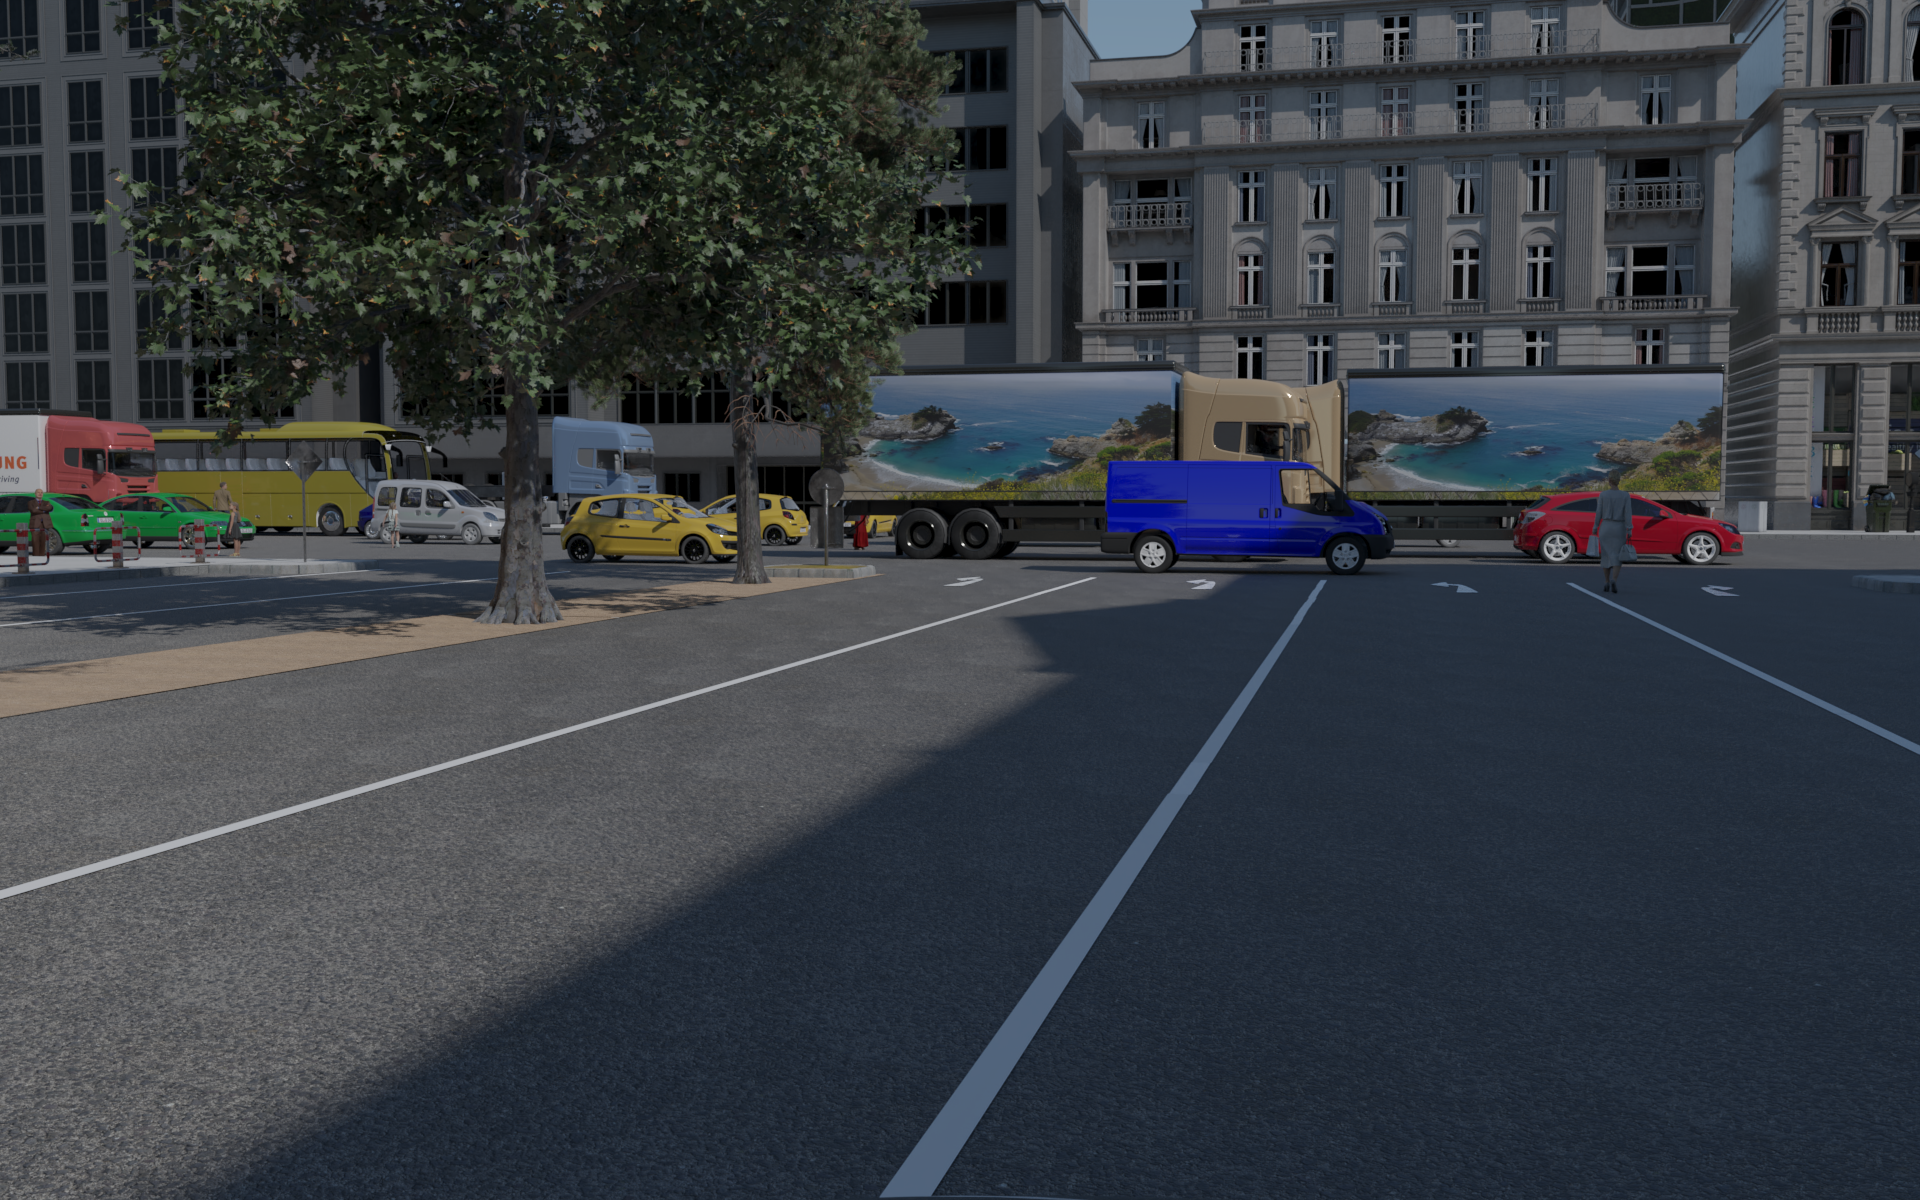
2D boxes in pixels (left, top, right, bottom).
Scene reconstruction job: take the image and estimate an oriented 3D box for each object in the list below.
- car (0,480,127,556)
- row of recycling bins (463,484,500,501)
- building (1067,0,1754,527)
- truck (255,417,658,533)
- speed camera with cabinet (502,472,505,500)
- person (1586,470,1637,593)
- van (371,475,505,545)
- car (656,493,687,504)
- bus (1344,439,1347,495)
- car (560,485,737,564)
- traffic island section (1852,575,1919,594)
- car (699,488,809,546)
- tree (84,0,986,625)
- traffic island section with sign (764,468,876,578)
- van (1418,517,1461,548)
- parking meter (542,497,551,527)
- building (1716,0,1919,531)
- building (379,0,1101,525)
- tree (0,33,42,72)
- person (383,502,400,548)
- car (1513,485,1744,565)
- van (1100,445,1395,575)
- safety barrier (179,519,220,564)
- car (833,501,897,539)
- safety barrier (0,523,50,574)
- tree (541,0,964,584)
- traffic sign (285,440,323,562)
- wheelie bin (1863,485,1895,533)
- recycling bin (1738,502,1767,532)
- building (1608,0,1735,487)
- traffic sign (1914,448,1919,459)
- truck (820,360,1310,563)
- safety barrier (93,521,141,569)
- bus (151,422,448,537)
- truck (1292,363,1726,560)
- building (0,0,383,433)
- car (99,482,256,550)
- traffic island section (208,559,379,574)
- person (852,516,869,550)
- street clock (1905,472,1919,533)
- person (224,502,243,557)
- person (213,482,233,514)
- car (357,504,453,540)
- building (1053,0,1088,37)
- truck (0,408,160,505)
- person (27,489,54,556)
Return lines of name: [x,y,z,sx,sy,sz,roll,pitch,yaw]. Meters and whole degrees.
car: [-22.377,-1.993,41.388,4.718,1.807,1.959,1,4,12]
row of recycling bins: [-19.802,-3.762,68.617,1.069,1.692,3.534,2,4,35]
building: [17.289,-13.909,69.221,24.055,21.916,13.314,1,4,14]
truck: [-19.383,-4.445,62.442,18.799,4.110,2.967,1,4,14]
speed camera with cabinet: [-17.245,-4.549,68.719,2.038,3.252,0.660,2,4,33]
person: [9.447,-0.997,25.159,0.694,1.780,0.624,3,5,40]
van: [-14.803,-2.618,49.812,4.112,2.044,2.013,1,4,16]
car: [-10.583,-2.823,56.372,3.980,1.641,2.015,1,4,13]
bus: [6.837,-3.687,55.144,13.247,3.499,2.948,1,4,15]
car: [-6.348,-1.599,36.362,3.980,1.641,2.015,1,4,15]
traffic island section: [14.685,-0.225,25.961,2.009,0.180,2.903,1,4,14]
car: [-6.279,-2.354,48.713,3.980,1.641,2.015,1,4,13]
tree: [-4.860,-6.094,19.110,9.611,12.733,9.660,0,3,0]
traffic island section with sign: [-2.534,-1.361,30.390,2.006,1.907,1.989,1,4,14]
van: [11.922,-2.461,47.242,4.112,2.044,2.013,1,4,12]
parking meter: [-15.945,-3.559,66.593,0.372,1.533,0.369,0,3,0]
building: [38.763,-14.306,62.773,19.941,23.489,11.050,1,4,14]
building: [-9.226,-15.720,76.083,30.058,24.678,14.314,1,4,14]
tree: [-7.852,-5.788,7.464,12.009,13.543,11.850,0,3,0]
person: [-15.087,-1.982,45.925,0.505,1.210,0.382,0,4,3]
car: [13.816,-1.641,35.865,4.494,1.783,2.155,1,4,14]
van: [5.252,-1.669,31.672,5.245,2.365,2.240,1,4,12]
safety barrier: [-14.037,-1.083,31.977,0.300,0.817,1.120,1,4,14]
car: [-3.308,-2.866,57.091,2.015,1.641,3.980,1,4,12]
safety barrier: [-15.053,-0.828,27.817,0.300,0.817,1.120,1,4,14]
tree: [-3.431,-6.286,27.289,6.751,12.117,7.091,0,3,0]
traffic sign: [-12.292,-1.762,32.457,0.795,2.450,0.064,1,4,14]
wheelie bin: [30.671,-3.049,57.756,0.980,1.594,0.693,0,4,4]
recycling bin: [26.726,-2.804,58.402,0.722,1.027,0.722,3,5,42]
building: [56.773,-42.118,126.879,20.563,71.187,20.611,1,4,14]
traffic sign: [14.660,-1.361,25.889,0.795,2.450,0.064,1,4,14]
truck: [2.613,-3.005,38.044,11.283,4.237,2.839,1,4,15]
safety barrier: [-14.542,-0.955,29.895,0.300,0.817,1.120,1,4,14]
bus: [-24.012,-4.196,60.150,12.252,3.916,2.896,1,4,14]
truck: [11.119,-3.092,39.474,11.283,4.237,2.839,1,4,13]
building: [-36.194,-17.644,81.987,24.014,27.812,14.314,1,4,14]
car: [-20.950,-2.261,45.767,4.718,1.807,1.959,1,4,13]
traffic island section: [-12.317,-0.627,32.525,2.009,0.180,2.903,1,4,14]
person: [-2.556,-2.045,44.410,0.387,1.526,0.523,1,4,16]
street clock: [31.515,-3.229,57.368,0.358,2.002,0.471,0,4,2]
person: [-16.696,-1.627,39.777,0.373,1.253,0.362,0,4,-2]
person: [-24.448,-3.007,57.569,0.656,1.842,0.836,-3,5,-40]
car: [-17.003,-2.588,54.902,3.894,1.354,1.945,1,4,15]
building: [-2.205,-36.753,142.905,21.231,58.520,28.212,1,4,14]
truck: [-31.966,-4.244,58.297,11.283,4.237,2.839,1,4,13]
person: [-19.256,-1.561,36.295,0.482,1.546,0.388,-3,4,-36]
